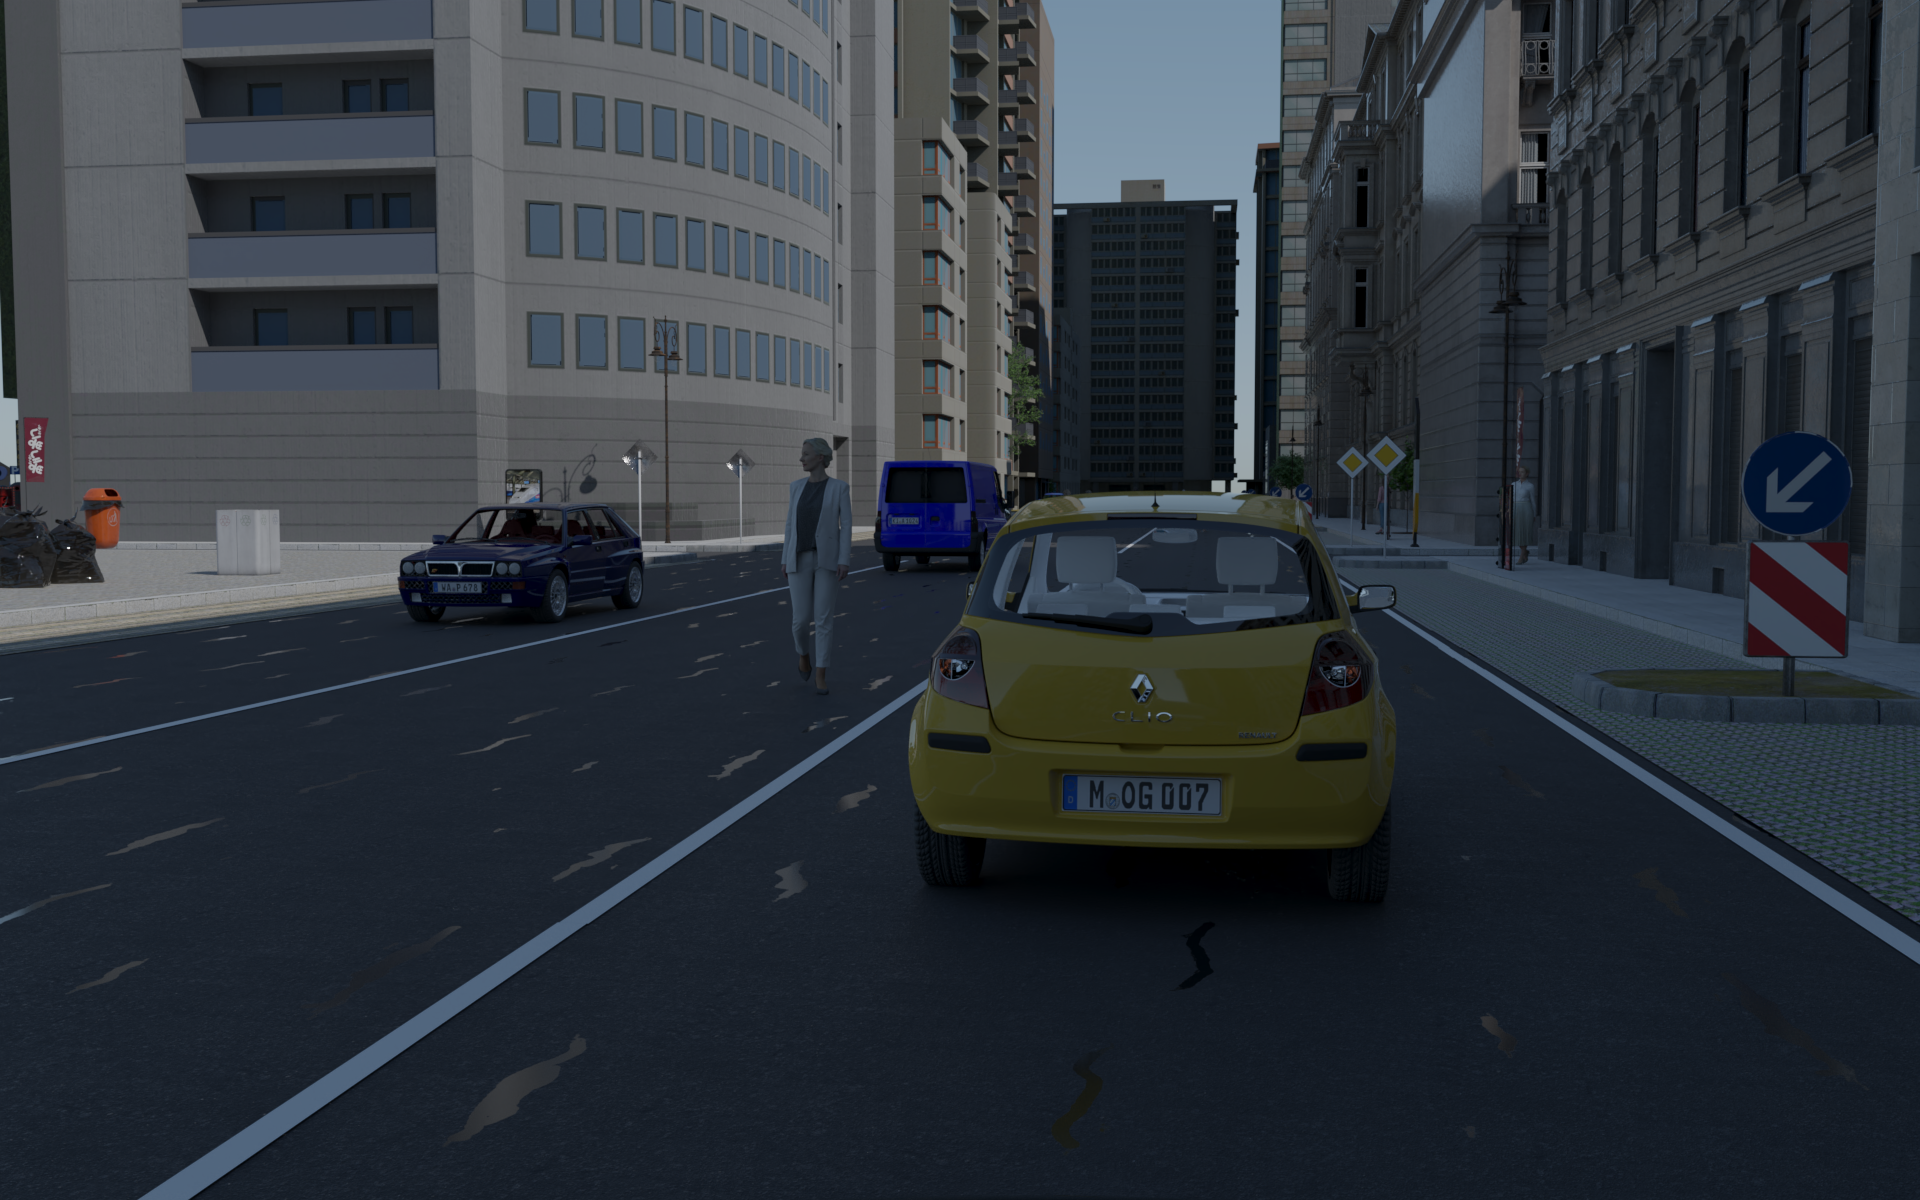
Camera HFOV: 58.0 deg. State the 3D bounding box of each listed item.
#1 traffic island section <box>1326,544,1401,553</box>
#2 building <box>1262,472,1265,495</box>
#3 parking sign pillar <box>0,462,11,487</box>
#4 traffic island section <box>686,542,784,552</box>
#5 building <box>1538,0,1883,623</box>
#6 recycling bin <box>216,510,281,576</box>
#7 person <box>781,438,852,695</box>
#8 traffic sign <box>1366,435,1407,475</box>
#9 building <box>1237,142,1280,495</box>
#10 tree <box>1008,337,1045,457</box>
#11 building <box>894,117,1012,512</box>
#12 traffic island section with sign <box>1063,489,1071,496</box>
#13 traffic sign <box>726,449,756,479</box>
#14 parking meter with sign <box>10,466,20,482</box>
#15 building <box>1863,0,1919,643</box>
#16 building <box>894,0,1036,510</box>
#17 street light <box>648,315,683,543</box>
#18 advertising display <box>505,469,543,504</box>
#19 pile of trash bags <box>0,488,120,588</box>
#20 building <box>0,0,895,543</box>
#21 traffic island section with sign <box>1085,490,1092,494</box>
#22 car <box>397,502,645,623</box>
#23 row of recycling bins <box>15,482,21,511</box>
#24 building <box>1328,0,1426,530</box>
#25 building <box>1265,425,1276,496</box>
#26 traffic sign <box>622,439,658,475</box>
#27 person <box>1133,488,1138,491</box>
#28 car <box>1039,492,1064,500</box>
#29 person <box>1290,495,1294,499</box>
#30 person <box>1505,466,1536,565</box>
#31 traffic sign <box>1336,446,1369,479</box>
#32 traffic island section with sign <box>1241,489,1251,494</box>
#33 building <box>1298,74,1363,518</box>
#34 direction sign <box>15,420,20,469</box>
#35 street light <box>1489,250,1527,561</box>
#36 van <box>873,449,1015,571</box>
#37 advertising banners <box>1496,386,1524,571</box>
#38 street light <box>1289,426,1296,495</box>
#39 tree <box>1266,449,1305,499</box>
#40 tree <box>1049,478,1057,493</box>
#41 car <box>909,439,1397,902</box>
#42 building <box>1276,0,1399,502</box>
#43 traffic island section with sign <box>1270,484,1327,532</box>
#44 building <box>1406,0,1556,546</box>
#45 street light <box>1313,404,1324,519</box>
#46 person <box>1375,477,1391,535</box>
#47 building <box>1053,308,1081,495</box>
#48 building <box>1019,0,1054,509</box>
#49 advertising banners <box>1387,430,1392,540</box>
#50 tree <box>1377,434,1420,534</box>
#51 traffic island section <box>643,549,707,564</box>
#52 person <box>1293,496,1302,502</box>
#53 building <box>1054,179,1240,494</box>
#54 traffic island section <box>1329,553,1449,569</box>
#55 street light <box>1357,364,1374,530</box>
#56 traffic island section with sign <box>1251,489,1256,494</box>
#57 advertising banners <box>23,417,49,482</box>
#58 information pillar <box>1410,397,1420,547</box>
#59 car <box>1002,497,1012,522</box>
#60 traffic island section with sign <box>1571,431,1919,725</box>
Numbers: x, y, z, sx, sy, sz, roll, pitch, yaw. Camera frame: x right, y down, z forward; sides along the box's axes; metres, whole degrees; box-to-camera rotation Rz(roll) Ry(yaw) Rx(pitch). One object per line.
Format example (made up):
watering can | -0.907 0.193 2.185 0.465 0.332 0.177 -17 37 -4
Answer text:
traffic island section | 9.621 -1.229 42.375 2.009 0.180 2.903 0 4 8
building | 42.310 -45.289 178.719 20.563 71.187 20.611 0 4 8
parking sign pillar | -65.592 -7.939 118.278 1.447 3.967 1.447 -1 4 -19
traffic island section | -5.666 -1.362 44.547 2.009 0.180 2.903 0 4 8
building | 14.760 -10.694 24.001 9.793 20.994 18.267 0 4 8
recycling bin | -11.341 -0.921 27.605 0.722 1.027 0.722 0 4 6
person | -1.050 -0.263 12.684 0.514 1.842 0.818 0 4 -5
traffic sign | 8.471 -1.969 34.390 0.795 2.593 0.064 0 4 8
building | 48.117 -33.827 207.693 28.867 44.769 22.147 0 4 8
tree | 2.020 -11.557 114.718 9.928 11.665 9.643 0 3 0
building | -12.488 -15.345 95.922 27.650 21.520 28.899 0 4 8
traffic island section with sign | 9.002 -8.356 145.248 1.989 1.847 2.006 0 4 8
traffic sign | -5.642 -2.586 44.476 0.795 2.593 0.064 0 4 8
parking meter with sign | -57.634 -6.722 106.161 0.543 3.016 1.738 -3 5 -45
building | 12.139 -9.253 6.034 10.420 20.320 16.860 0 4 8
building | -5.849 -29.372 134.860 22.147 44.769 28.867 0 4 8
street light | -7.611 -4.413 44.934 0.468 5.910 1.993 0 4 8
advertising display | -11.173 -2.398 44.417 0.974 1.923 0.123 1 4 10
pile of trash bags | -13.300 -0.936 25.061 1.912 1.369 3.447 0 4 8
building | -15.071 -31.560 58.006 21.231 58.520 28.212 0 4 8
traffic island section with sign | 12.798 -9.988 171.936 1.989 1.847 2.006 0 4 8
car | -5.107 -0.488 20.552 1.945 1.354 3.894 1 4 9
row of recycling bins | -32.097 -3.122 58.152 3.534 1.692 1.069 -2 4 -26
building | 23.126 -15.538 73.128 14.460 24.649 34.723 0 4 8
building | 39.135 -51.358 152.375 22.319 86.520 31.000 0 4 8
traffic sign | -6.767 -2.103 36.570 0.795 2.593 0.064 0 4 8
person | 8.054 -4.281 79.330 0.563 1.720 0.643 0 4 -3
car | 5.840 -5.984 107.430 1.945 1.707 3.694 0 4 7
person | 19.808 -5.656 103.184 0.373 1.253 0.362 0 4 4
person | 10.275 -1.551 31.625 0.641 1.798 0.478 -3 5 -44
traffic sign | 9.596 -2.453 42.295 0.795 2.593 0.064 0 4 8
traffic island section with sign | 27.783 -9.869 169.986 1.989 1.847 2.006 0 4 8
building | 26.947 -18.695 102.923 12.463 27.353 25.104 0 4 8
direction sign | -28.541 -3.713 52.711 0.379 3.537 0.876 -3 5 -44
street light | 10.410 -3.686 33.049 0.468 5.910 1.993 0 4 8
van | -0.239 -1.800 33.815 2.240 2.365 5.245 1 4 9
advertising banners | 9.232 -2.011 29.073 0.090 3.025 2.074 0 4 8
street light | 22.219 -8.746 115.790 0.468 5.910 1.993 0 4 8
tree | 23.265 -8.449 121.862 4.285 4.588 4.351 0 3 0
tree | 8.612 -10.470 165.780 1.663 3.219 1.824 0 3 0
car | 0.928 0.159 7.622 2.015 1.641 3.980 1 4 10
building | 31.362 -27.434 132.133 14.154 41.232 14.086 0 4 8
traffic island section with sign | 13.094 -3.554 66.728 1.989 1.847 2.006 0 4 8
building | 24.938 -12.501 46.199 24.055 21.916 13.314 0 4 8
street light | 18.344 -7.094 88.776 0.468 5.910 1.993 0 4 8
person | 13.434 -2.985 54.861 0.555 1.821 0.388 -3 4 -36
building | -2.720 -20.648 182.632 28.899 21.520 27.650 0 4 8
building | 0.921 -30.918 155.613 14.600 45.320 14.200 0 4 8
advertising banners | 12.039 -3.206 48.611 0.090 3.025 2.074 1 4 16
tree | 14.503 -3.761 56.093 1.663 3.219 1.824 0 3 0
traffic island section | -6.791 -0.878 36.641 2.009 0.180 2.903 0 4 8
person | 25.052 -7.376 126.654 1.348 1.822 0.705 0 4 6
building | 22.696 -32.104 216.788 23.993 40.220 32.217 0 4 8
traffic island section | 8.496 -0.745 34.469 2.009 0.180 2.903 0 4 8
street light | 14.414 -5.438 61.696 0.468 5.910 1.993 0 4 8
traffic island section with sign | 16.914 -5.193 93.533 1.989 1.847 2.006 0 4 8
advertising banners | -21.573 -2.615 38.949 2.074 3.025 0.090 -3 5 -43
information pillar | 11.010 -3.084 41.782 0.183 3.616 0.504 1 4 9
car | 0.764 -3.038 59.460 2.009 1.686 4.222 0 4 7
traffic island section with sign | 5.267 -0.187 11.689 1.989 1.847 2.006 0 4 8
